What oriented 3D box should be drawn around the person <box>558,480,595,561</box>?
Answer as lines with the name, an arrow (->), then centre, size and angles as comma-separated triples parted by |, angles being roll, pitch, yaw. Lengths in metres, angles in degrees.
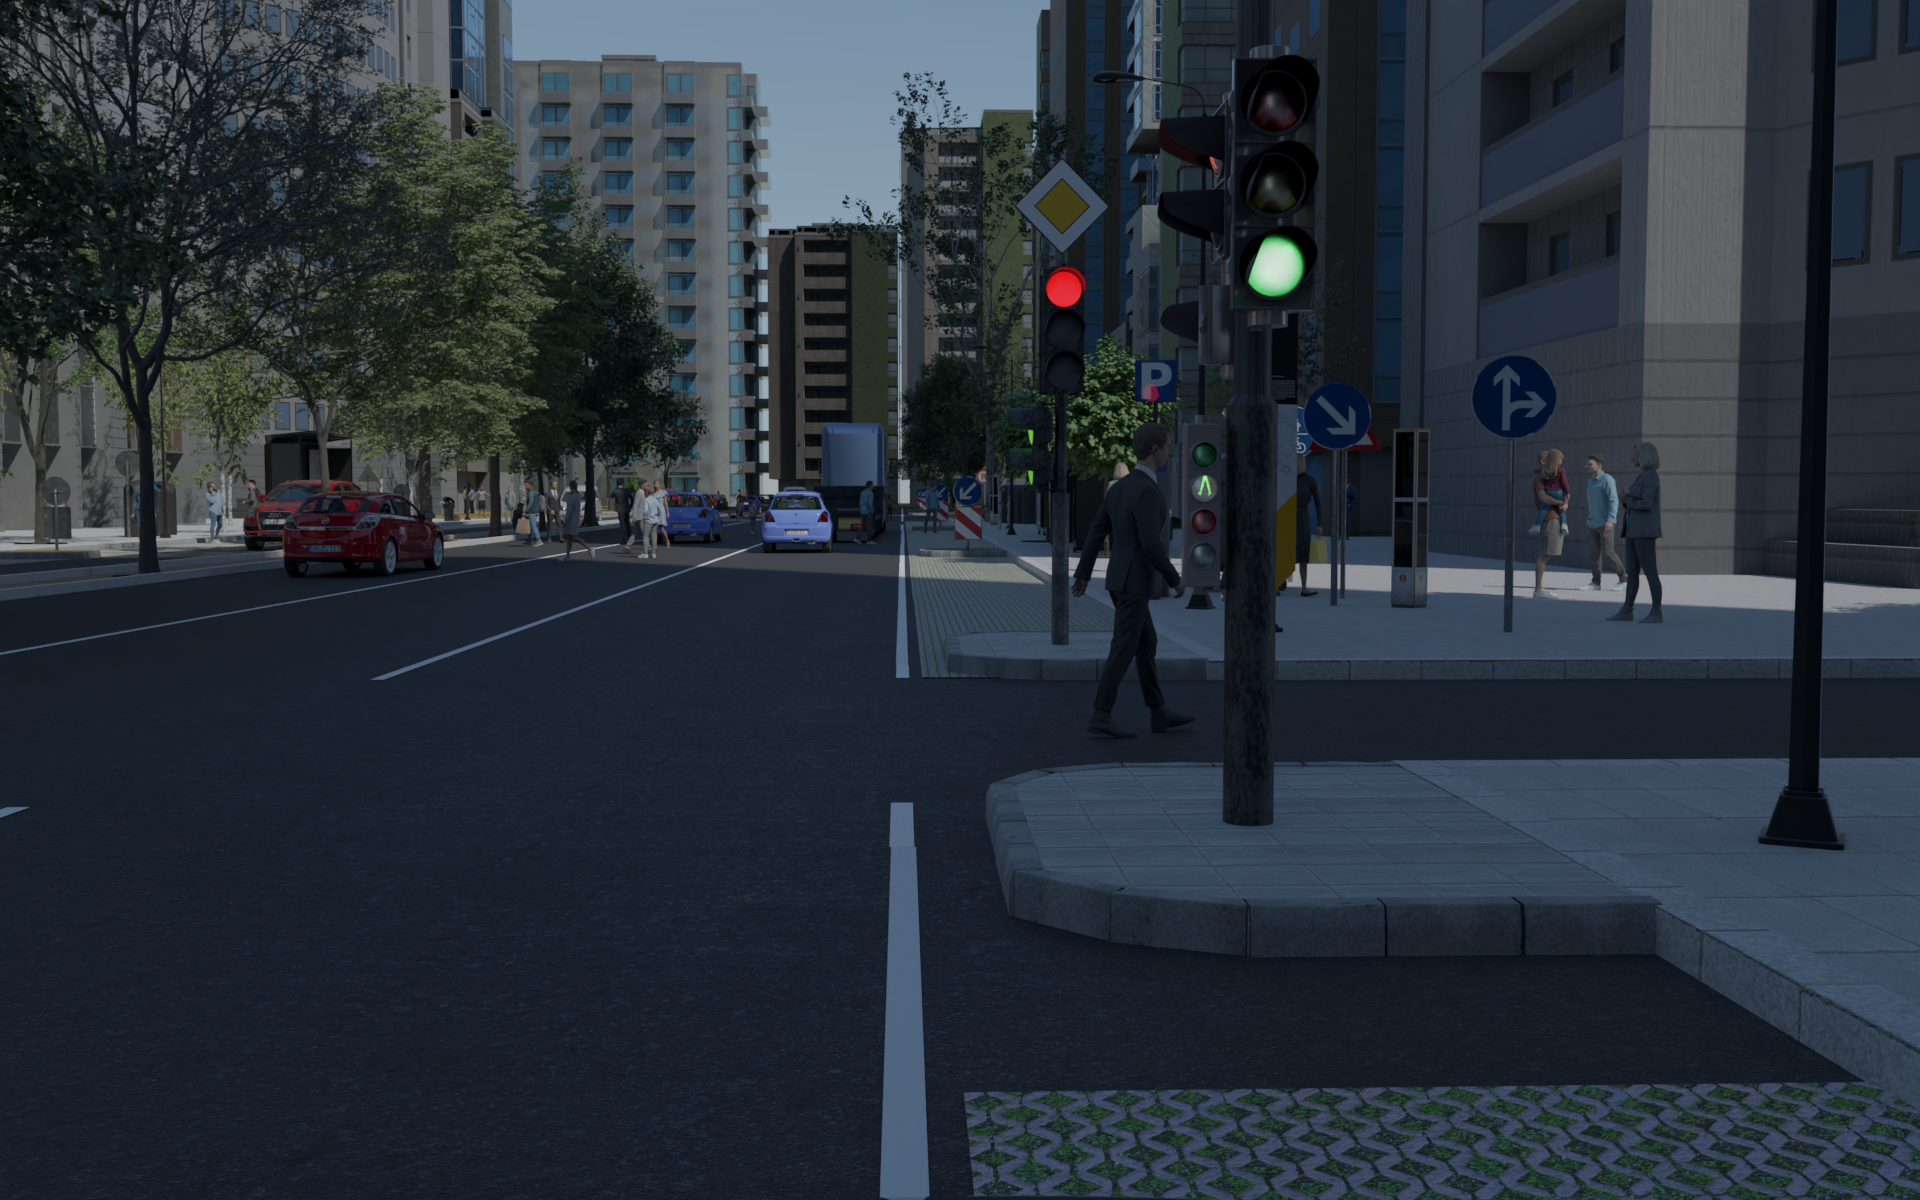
person -> -8.220, -1.701, 37.062 | 0.760, 1.731, 0.466 | -2, 4, -26

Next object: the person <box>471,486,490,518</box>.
person -> -25.931, -5.330, 93.978 | 1.217, 1.735, 0.721 | -2, 4, -26

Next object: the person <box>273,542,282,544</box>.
person -> -19.374, -2.516, 49.815 | 0.721, 1.800, 0.419 | -1, 4, -12

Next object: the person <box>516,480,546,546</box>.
person -> -11.689, -2.364, 47.138 | 0.713, 1.824, 0.794 | 1, 4, 15

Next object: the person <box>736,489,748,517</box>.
person -> -13.598, -6.043, 108.124 | 0.721, 1.723, 1.217 | 2, 4, 31

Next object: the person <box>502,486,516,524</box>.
person -> -21.754, -4.589, 83.627 | 0.635, 1.810, 0.391 | 1, 4, 10

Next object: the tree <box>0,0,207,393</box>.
tree -> -13.477, -6.008, 17.701 | 9.611, 12.733, 9.660 | 0, 3, 0

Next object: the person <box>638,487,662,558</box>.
person -> -6.972, -1.754, 38.988 | 0.330, 1.601, 0.589 | 3, 5, 42

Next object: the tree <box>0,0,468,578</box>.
tree -> -13.901, -7.119, 29.222 | 12.009, 13.543, 11.850 | 0, 3, 0

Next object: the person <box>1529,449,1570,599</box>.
person -> 7.229, -0.933, 21.272 | 0.573, 1.828, 0.580 | -1, 4, -19

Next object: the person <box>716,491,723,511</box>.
person -> -20.266, -8.296, 145.070 | 0.756, 1.711, 0.436 | 3, 5, 43

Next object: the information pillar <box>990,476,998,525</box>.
information pillar -> 1.439, -4.116, 71.786 | 0.304, 2.012, 0.304 | -1, 4, -23

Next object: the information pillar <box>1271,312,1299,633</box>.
information pillar -> 2.880, -1.508, 16.010 | 0.504, 3.616, 0.183 | -1, 4, -22

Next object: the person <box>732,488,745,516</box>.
person -> -14.169, -6.280, 111.268 | 0.705, 1.814, 1.350 | 2, 4, 31

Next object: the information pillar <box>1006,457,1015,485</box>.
information pillar -> 2.545, -5.914, 88.051 | 0.504, 3.616, 0.183 | 1, 4, 9

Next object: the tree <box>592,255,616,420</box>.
tree -> -14.968, -8.245, 55.393 | 7.486, 12.596, 7.792 | 0, 3, 0

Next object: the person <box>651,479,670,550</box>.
person -> -7.761, -2.193, 44.446 | 0.616, 1.811, 0.778 | 1, 4, 20

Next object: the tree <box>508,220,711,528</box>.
tree -> -15.457, -9.337, 72.123 | 9.611, 12.733, 9.660 | 0, 3, 0

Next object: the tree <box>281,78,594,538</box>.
tree -> -14.858, -7.782, 47.821 | 7.486, 12.596, 7.792 | 0, 3, 0

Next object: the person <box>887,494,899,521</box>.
person -> -3.800, -4.994, 93.413 | 1.065, 1.426, 0.557 | -1, 4, -12

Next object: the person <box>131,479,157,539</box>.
person -> -20.237, -2.107, 42.970 | 0.581, 1.822, 0.654 | -1, 4, -18

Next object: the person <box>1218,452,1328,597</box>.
person -> 4.017, -0.964, 22.020 | 0.699, 1.804, 1.509 | -2, 4, -28

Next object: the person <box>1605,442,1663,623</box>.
person -> 6.752, -0.676, 17.272 | 0.526, 1.800, 0.537 | 1, 4, 16

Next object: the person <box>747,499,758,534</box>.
person -> -7.431, -2.993, 62.121 | 0.352, 1.250, 0.332 | -2, 4, -23

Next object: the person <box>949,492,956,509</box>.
person -> -0.516, -8.600, 146.283 | 1.348, 1.869, 0.705 | -3, 4, -37

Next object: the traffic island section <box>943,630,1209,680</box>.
traffic island section -> 0.876, 0.458, 14.788 | 2.009, 0.180, 2.903 | 0, 4, -2

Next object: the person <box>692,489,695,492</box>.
person -> -17.133, -6.285, 111.988 | 0.721, 1.736, 1.217 | -2, 4, -27

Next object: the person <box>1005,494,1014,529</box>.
person -> 1.824, -3.296, 64.217 | 0.394, 1.301, 0.425 | -1, 4, -8

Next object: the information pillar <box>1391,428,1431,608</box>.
information pillar -> 5.086, -0.921, 19.558 | 0.304, 2.012, 0.304 | 3, 5, 44

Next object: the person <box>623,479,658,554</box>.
person -> -7.624, -1.989, 41.291 | 0.850, 1.792, 0.678 | 0, 4, -7

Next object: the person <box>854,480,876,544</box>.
person -> -2.721, -2.509, 49.546 | 0.620, 1.820, 0.660 | -3, 5, -40

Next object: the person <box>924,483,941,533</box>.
person -> -1.030, -3.364, 63.370 | 0.638, 1.841, 0.748 | -2, 4, -24

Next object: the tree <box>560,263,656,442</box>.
tree -> -15.178, -7.719, 63.080 | 8.767, 10.594, 7.601 | 0, 4, -2

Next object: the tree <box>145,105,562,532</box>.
tree -> -14.330, -6.268, 39.354 | 8.767, 10.594, 7.601 | 0, 4, -2

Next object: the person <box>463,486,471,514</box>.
person -> -31.776, -6.450, 111.505 | 0.705, 1.823, 1.348 | 0, 4, 1

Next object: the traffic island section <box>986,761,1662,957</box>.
traffic island section -> 1.142, 0.946, 6.807 | 2.009, 0.180, 2.903 | 0, 4, -2

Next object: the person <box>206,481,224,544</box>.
person -> -21.410, -2.507, 49.762 | 0.793, 1.790, 0.793 | -1, 4, -15

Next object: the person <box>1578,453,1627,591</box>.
person -> 8.568, -1.034, 22.963 | 0.620, 1.820, 0.660 | -1, 4, -12

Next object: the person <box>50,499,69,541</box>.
person -> -24.829, -2.489, 47.404 | 0.598, 1.740, 0.731 | 3, 5, 42

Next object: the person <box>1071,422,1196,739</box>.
person -> 1.094, -0.121, 10.257 | 0.755, 1.850, 0.659 | -1, 4, -16

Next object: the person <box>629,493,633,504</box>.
person -> -30.127, -9.245, 157.875 | 0.551, 1.740, 0.621 | -3, 4, -38

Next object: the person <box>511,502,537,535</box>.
person -> -15.341, -2.833, 60.321 | 1.012, 1.151, 0.738 | 2, 4, 31

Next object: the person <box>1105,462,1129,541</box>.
person -> 2.583, -1.363, 28.518 | 0.709, 1.800, 0.728 | 0, 4, 1

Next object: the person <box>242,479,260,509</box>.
person -> -19.957, -2.474, 48.763 | 0.447, 1.846, 0.655 | -1, 4, -10

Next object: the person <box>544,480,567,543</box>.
person -> -11.775, -2.576, 50.393 | 0.755, 1.850, 0.659 | 3, 5, 45

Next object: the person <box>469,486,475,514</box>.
person -> -32.184, -6.608, 114.069 | 0.705, 1.826, 1.348 | 1, 4, 10

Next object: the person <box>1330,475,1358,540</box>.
person -> 10.703, -2.564, 48.152 | 0.721, 1.800, 0.419 | 3, 5, 42

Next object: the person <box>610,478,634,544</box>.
person -> -9.634, -2.538, 49.355 | 0.648, 1.900, 0.474 | -3, 5, -44
